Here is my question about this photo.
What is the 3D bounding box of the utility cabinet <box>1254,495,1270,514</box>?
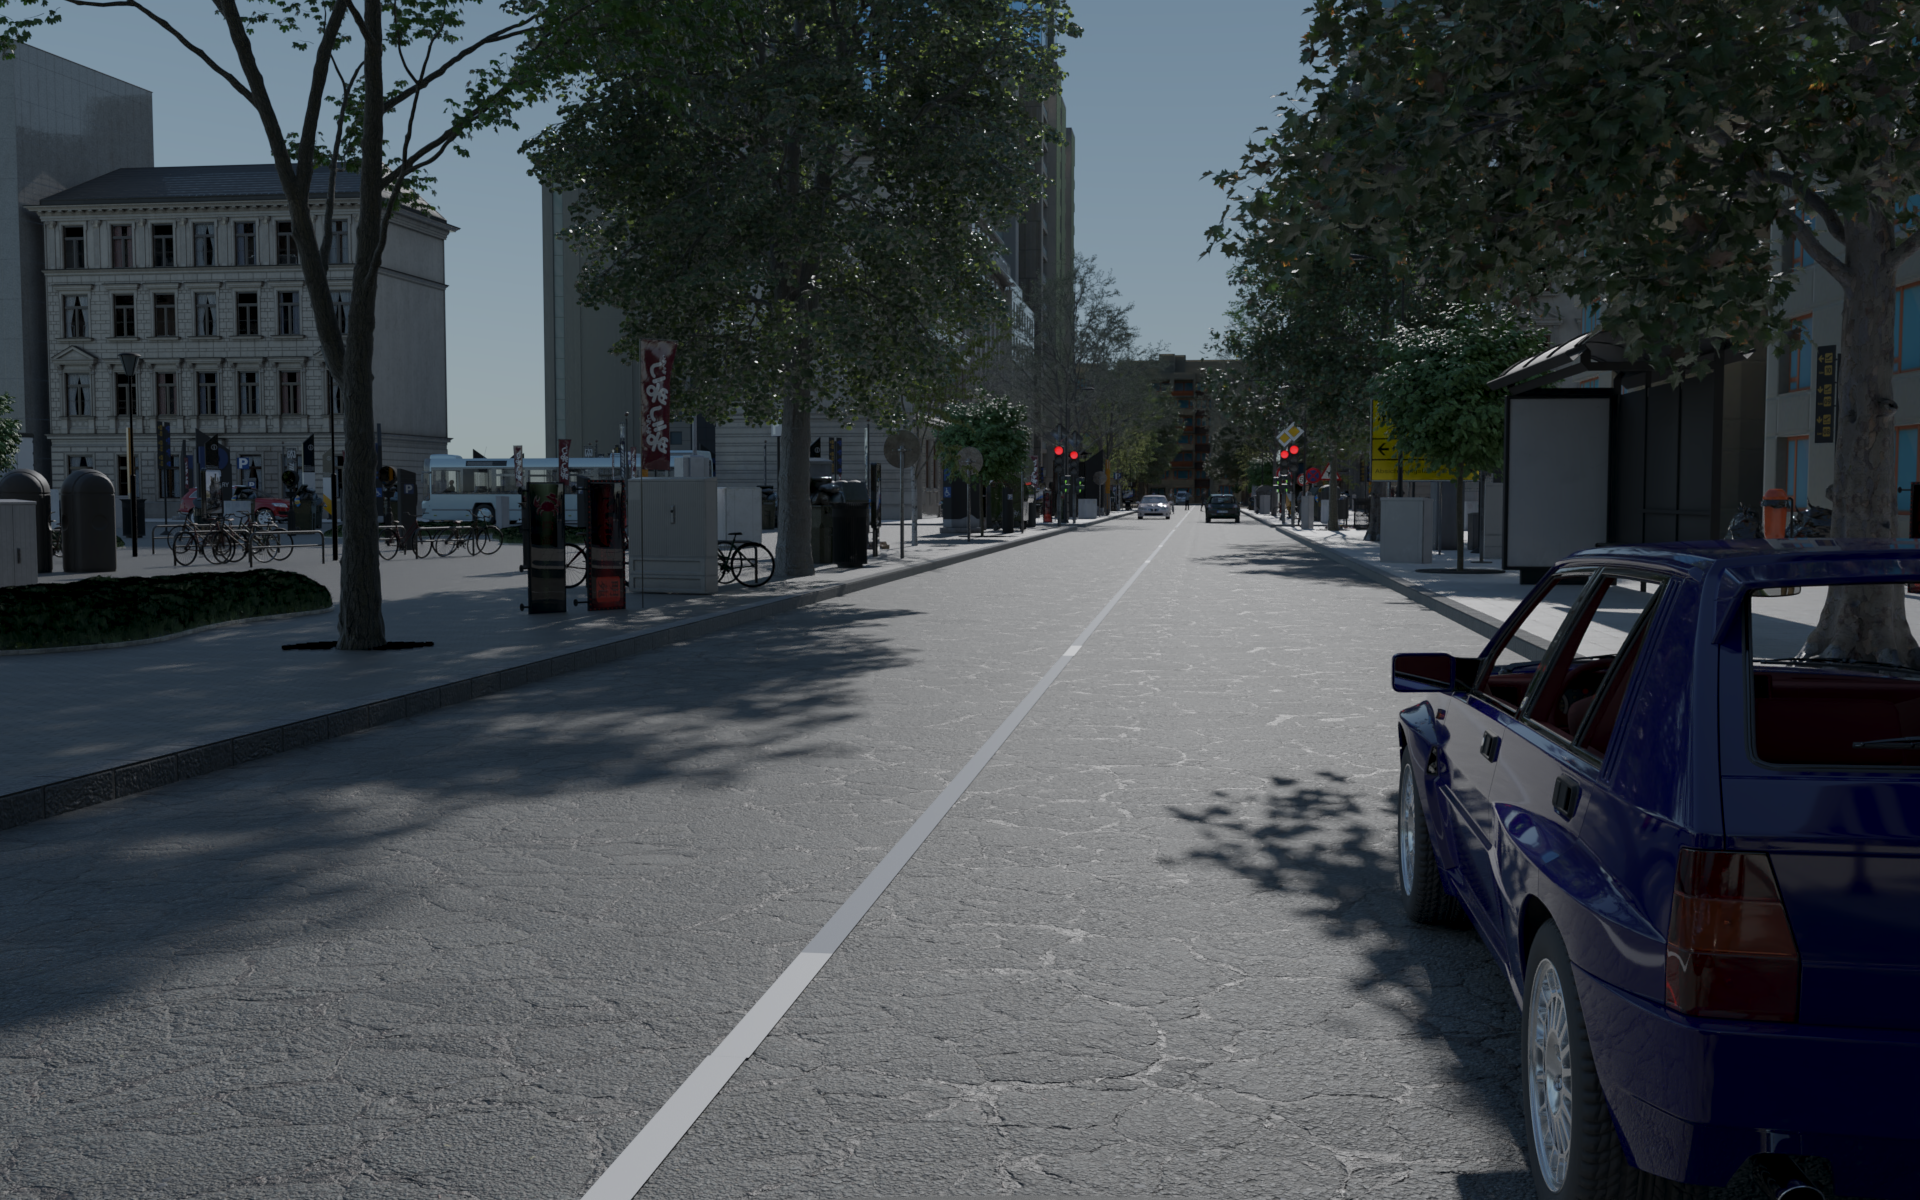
[{"bbox_3d":[20.564,-6.565,118.497,0.306,1.237,1.020,-2,4,-34],"label":"utility cabinet"}]

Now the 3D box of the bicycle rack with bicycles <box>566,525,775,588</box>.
[{"bbox_3d":[-3.907,-0.659,24.158,2.925,0.926,2.852,1,4,17],"label":"bicycle rack with bicycles"}]

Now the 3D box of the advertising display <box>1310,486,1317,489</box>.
[{"bbox_3d":[27.165,-7.814,132.969,0.123,1.923,0.974,3,4,37],"label":"advertising display"}]

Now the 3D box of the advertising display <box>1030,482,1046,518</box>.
[{"bbox_3d":[4.173,-5.432,94.022,0.974,1.923,0.123,1,4,9],"label":"advertising display"}]

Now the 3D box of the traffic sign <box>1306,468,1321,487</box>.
[{"bbox_3d":[17.030,-5.105,83.568,0.768,2.556,0.104,1,4,13],"label":"traffic sign"}]

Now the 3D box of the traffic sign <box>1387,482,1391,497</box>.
[{"bbox_3d":[9.763,-2.403,39.391,0.768,2.556,0.104,1,4,10],"label":"traffic sign"}]

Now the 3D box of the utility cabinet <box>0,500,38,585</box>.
[{"bbox_3d":[-11.271,-0.557,20.267,0.306,1.237,1.020,1,4,11],"label":"utility cabinet"}]

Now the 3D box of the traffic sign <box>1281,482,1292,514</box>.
[{"bbox_3d":[21.269,-6.890,112.653,0.884,2.594,0.081,1,4,14],"label":"traffic sign"}]

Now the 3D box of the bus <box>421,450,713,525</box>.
[{"bbox_3d":[-17.445,-4.902,75.012,13.247,3.499,2.948,1,4,10],"label":"bus"}]

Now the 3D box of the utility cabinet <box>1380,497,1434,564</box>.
[{"bbox_3d":[8.327,-1.293,32.296,0.306,1.237,1.020,-3,4,-36],"label":"utility cabinet"}]

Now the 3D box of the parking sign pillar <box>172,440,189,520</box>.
[{"bbox_3d":[-38.551,-5.986,86.347,1.447,3.967,1.447,-2,4,-30],"label":"parking sign pillar"}]

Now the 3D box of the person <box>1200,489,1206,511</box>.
[{"bbox_3d":[20.128,-8.212,142.539,0.755,1.850,0.659,0,4,8],"label":"person"}]

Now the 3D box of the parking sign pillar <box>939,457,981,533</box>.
[{"bbox_3d":[0.043,-4.196,57.070,1.447,3.967,1.447,-3,5,-44],"label":"parking sign pillar"}]

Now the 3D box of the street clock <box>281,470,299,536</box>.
[{"bbox_3d":[-20.464,-2.961,52.983,0.471,2.002,0.358,1,4,9],"label":"street clock"}]

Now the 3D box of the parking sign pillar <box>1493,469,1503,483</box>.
[{"bbox_3d":[19.484,-4.435,60.988,1.447,3.967,1.447,3,4,36],"label":"parking sign pillar"}]

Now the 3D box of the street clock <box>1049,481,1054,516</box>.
[{"bbox_3d":[5.313,-5.815,99.647,0.358,2.002,0.471,2,4,35],"label":"street clock"}]

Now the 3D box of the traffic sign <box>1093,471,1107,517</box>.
[{"bbox_3d":[7.773,-5.889,96.393,0.768,2.556,0.104,1,4,14],"label":"traffic sign"}]

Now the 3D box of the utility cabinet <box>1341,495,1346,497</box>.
[{"bbox_3d":[23.992,-6.050,110.080,0.306,1.237,1.020,-3,5,-44],"label":"utility cabinet"}]

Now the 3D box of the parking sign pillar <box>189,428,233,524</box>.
[{"bbox_3d":[-30.593,-5.051,71.058,1.447,3.967,1.447,-2,4,-34],"label":"parking sign pillar"}]

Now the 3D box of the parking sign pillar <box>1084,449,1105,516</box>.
[{"bbox_3d":[7.961,-7.050,103.743,1.447,3.967,1.447,1,4,17],"label":"parking sign pillar"}]

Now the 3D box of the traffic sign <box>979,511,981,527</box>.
[{"bbox_3d":[0.657,-3.561,58.334,0.768,2.556,0.104,1,4,11],"label":"traffic sign"}]

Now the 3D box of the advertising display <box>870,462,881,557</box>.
[{"bbox_3d":[-1.733,-1.867,35.739,0.123,1.923,0.974,0,4,3],"label":"advertising display"}]

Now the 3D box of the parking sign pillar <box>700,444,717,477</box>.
[{"bbox_3d":[-13.272,-6.387,92.902,1.447,3.967,1.447,-2,4,-28],"label":"parking sign pillar"}]

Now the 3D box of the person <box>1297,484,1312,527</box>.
[{"bbox_3d":[14.093,-3.810,70.764,0.622,1.834,0.822,0,4,-7],"label":"person"}]

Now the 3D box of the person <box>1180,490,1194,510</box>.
[{"bbox_3d":[20.277,-8.942,154.691,1.348,1.826,0.705,-1,4,-17],"label":"person"}]

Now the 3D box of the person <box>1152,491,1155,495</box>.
[{"bbox_3d":[25.778,-13.669,231.858,0.599,1.838,0.709,-1,4,-18],"label":"person"}]

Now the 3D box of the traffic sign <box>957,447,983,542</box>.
[{"bbox_3d":[0.236,-2.846,46.645,0.768,2.556,0.104,1,4,15],"label":"traffic sign"}]

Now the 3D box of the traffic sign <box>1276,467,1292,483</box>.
[{"bbox_3d":[14.707,-4.796,78.517,0.768,2.556,0.104,1,4,17],"label":"traffic sign"}]

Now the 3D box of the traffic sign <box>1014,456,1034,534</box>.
[{"bbox_3d":[2.024,-3.427,56.138,0.768,2.556,0.104,1,4,10],"label":"traffic sign"}]

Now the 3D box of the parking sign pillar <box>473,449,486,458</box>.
[{"bbox_3d":[-28.334,-7.024,103.306,1.447,3.967,1.447,-2,4,-33],"label":"parking sign pillar"}]

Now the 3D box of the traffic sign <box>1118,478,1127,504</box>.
[{"bbox_3d":[12.675,-8.258,135.122,0.768,2.556,0.104,1,4,9],"label":"traffic sign"}]

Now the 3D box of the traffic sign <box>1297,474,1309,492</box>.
[{"bbox_3d":[21.338,-6.581,107.703,0.768,2.556,0.104,1,4,16],"label":"traffic sign"}]

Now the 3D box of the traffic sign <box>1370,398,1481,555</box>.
[{"bbox_3d":[9.764,-2.598,36.354,2.265,3.308,0.079,1,4,13],"label":"traffic sign"}]

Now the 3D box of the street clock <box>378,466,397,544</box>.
[{"bbox_3d":[-14.778,-2.461,44.811,0.471,2.002,0.358,0,4,2],"label":"street clock"}]

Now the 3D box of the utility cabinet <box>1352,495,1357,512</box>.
[{"bbox_3d":[28.934,-7.085,127.008,0.306,1.237,1.020,1,4,17],"label":"utility cabinet"}]

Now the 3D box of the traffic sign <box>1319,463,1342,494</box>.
[{"bbox_3d":[14.343,-4.109,67.181,0.884,2.594,0.081,1,4,13],"label":"traffic sign"}]

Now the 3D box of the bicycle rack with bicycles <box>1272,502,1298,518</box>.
[{"bbox_3d":[17.902,-4.756,91.149,2.925,0.926,2.852,0,4,-2],"label":"bicycle rack with bicycles"}]

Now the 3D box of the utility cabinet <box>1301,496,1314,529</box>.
[{"bbox_3d":[12.784,-3.216,63.736,0.306,1.237,1.020,1,4,22],"label":"utility cabinet"}]

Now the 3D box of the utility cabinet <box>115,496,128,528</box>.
[{"bbox_3d":[-32.141,-3.342,65.801,0.306,1.237,1.020,3,4,36],"label":"utility cabinet"}]

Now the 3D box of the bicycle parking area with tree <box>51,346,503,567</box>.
[{"bbox_3d":[-14.352,-2.898,34.384,8.231,4.147,9.016,3,4,36],"label":"bicycle parking area with tree"}]

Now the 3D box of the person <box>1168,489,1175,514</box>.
[{"bbox_3d":[15.017,-6.986,123.273,0.519,1.759,0.362,1,4,16],"label":"person"}]

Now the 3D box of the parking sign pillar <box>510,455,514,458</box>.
[{"bbox_3d":[-27.352,-7.153,105.429,1.447,3.967,1.447,2,4,33],"label":"parking sign pillar"}]

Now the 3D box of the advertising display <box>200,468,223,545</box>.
[{"bbox_3d":[-18.667,-2.326,43.242,0.123,1.923,0.974,0,4,0],"label":"advertising display"}]

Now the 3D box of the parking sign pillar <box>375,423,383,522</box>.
[{"bbox_3d":[-22.034,-4.704,65.390,1.447,3.967,1.447,-1,4,-19],"label":"parking sign pillar"}]

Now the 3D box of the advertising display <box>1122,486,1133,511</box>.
[{"bbox_3d":[12.975,-7.887,134.172,0.974,1.923,0.123,-1,4,-22],"label":"advertising display"}]

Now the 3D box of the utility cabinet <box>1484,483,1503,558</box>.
[{"bbox_3d":[10.938,-1.563,34.232,1.173,1.500,0.318,0,4,4],"label":"utility cabinet"}]

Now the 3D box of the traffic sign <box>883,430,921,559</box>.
[{"bbox_3d":[-1.151,-2.095,34.366,0.768,2.556,0.104,1,4,10],"label":"traffic sign"}]

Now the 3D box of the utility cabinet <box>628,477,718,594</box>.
[{"bbox_3d":[-3.696,-0.830,22.249,1.173,1.500,0.318,2,4,25],"label":"utility cabinet"}]

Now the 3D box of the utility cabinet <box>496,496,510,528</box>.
[{"bbox_3d":[-16.944,-3.244,64.204,0.306,1.237,1.020,-2,4,-26],"label":"utility cabinet"}]

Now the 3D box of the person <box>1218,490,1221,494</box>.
[{"bbox_3d":[24.462,-9.458,163.152,0.705,1.823,1.348,1,4,19],"label":"person"}]
